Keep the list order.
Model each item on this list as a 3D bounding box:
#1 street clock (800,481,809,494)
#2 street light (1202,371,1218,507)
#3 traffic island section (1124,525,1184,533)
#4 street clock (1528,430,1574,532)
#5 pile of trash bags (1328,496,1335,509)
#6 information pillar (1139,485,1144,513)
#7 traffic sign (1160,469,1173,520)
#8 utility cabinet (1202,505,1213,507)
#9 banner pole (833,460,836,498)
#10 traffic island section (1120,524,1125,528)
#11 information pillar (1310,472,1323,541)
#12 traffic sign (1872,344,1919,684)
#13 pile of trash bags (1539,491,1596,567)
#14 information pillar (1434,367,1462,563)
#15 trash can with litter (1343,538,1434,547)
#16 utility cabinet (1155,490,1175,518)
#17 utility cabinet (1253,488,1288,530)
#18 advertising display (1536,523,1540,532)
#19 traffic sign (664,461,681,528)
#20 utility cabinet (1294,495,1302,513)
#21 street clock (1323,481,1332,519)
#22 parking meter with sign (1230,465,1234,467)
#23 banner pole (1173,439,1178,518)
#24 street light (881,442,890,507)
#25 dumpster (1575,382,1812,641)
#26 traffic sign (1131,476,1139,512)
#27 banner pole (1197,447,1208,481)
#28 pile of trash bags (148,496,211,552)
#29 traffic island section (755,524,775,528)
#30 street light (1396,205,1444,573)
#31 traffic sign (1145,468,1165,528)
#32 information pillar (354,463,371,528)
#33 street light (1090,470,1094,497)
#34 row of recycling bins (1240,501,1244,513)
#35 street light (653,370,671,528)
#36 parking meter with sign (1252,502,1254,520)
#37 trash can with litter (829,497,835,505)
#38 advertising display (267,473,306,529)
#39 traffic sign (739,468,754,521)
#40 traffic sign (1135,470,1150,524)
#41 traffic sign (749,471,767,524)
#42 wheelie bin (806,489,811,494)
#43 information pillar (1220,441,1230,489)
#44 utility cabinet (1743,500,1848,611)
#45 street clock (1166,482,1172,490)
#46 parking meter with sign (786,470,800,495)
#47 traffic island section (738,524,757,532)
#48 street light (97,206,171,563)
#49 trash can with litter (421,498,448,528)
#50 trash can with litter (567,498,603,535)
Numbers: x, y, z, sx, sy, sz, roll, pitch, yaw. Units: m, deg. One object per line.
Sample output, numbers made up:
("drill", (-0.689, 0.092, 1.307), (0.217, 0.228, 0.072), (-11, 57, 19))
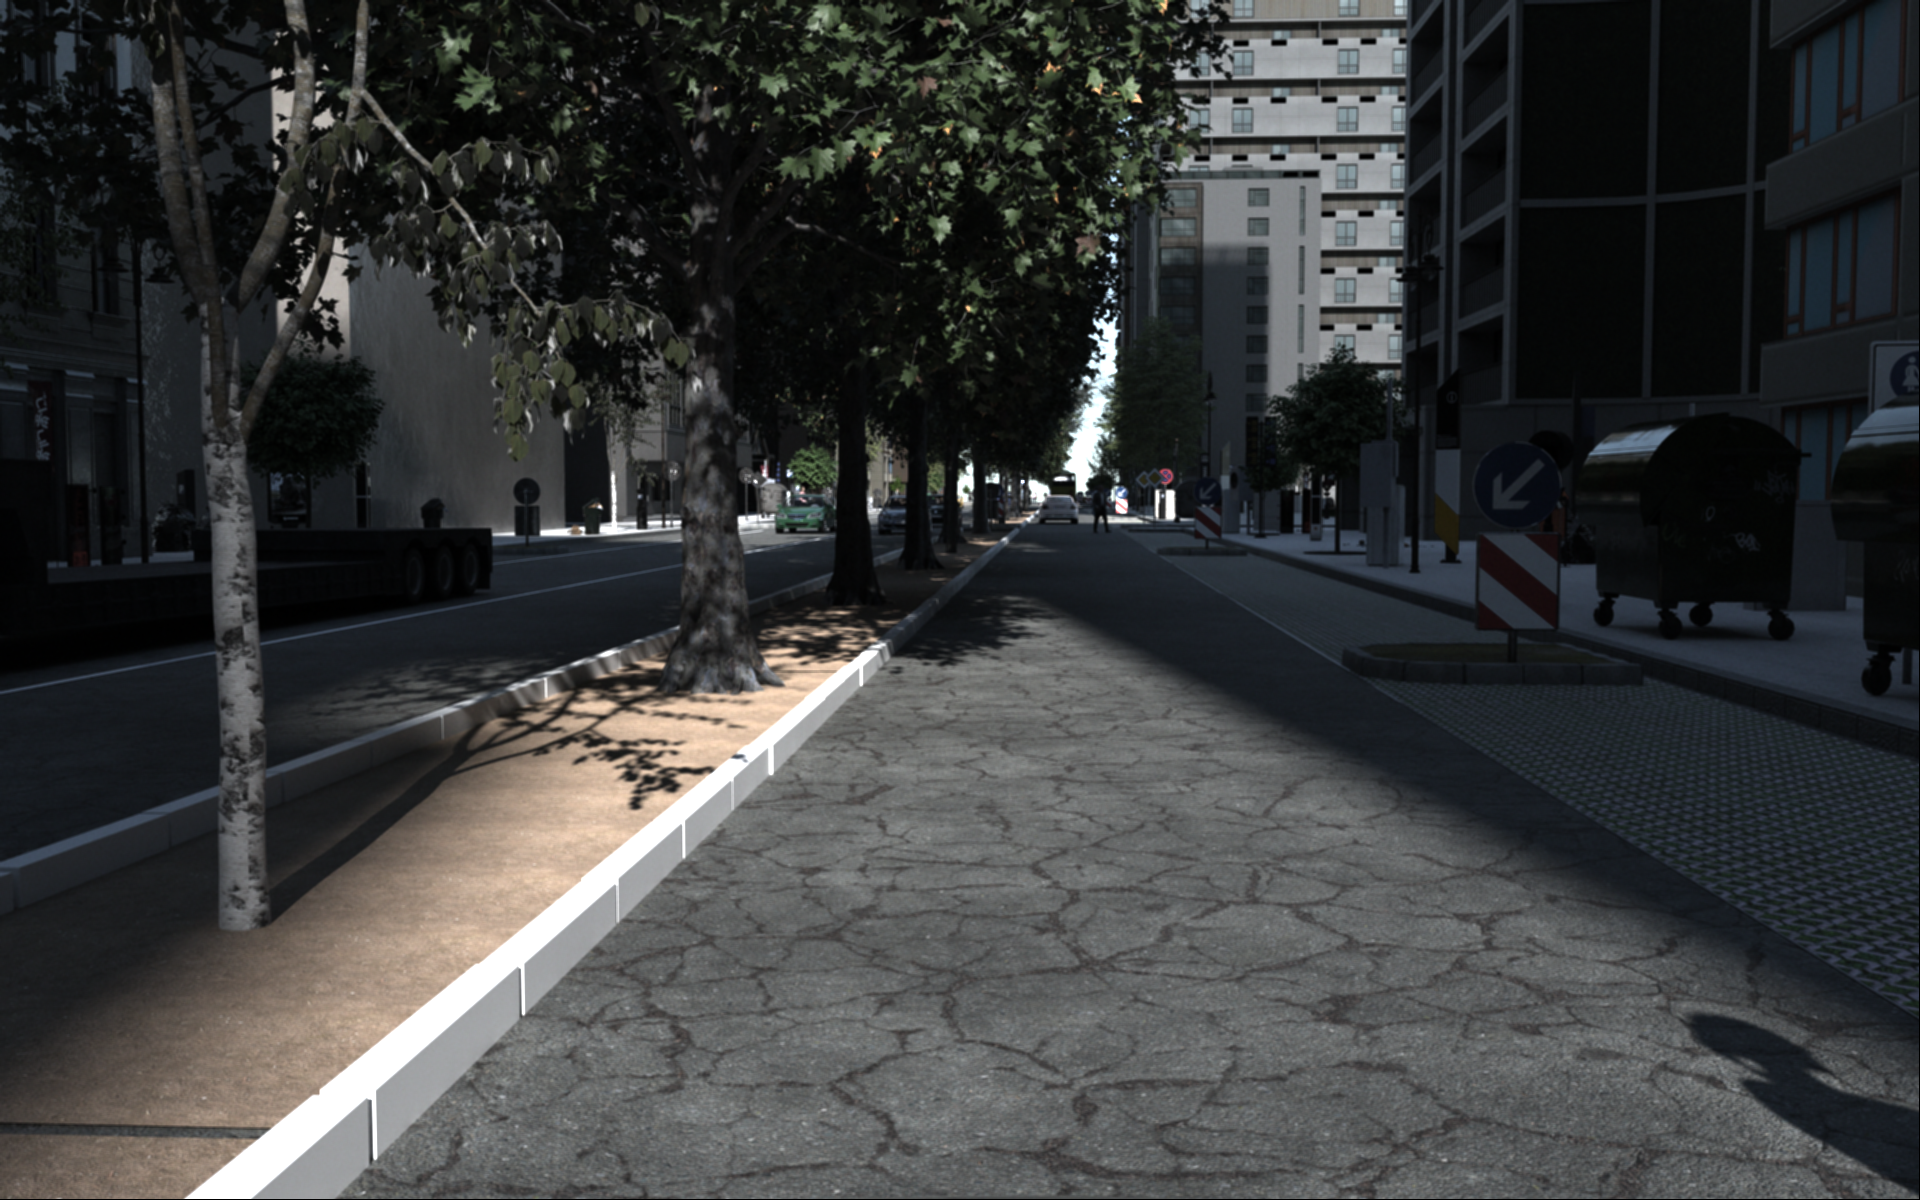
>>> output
("street clock", (-8.865, -5.777, 99.030), (0.471, 2.002, 0.358), (-1, 4, -19))
("street light", (9.332, -5.631, 64.847), (0.468, 5.910, 1.993), (0, 4, 3))
("traffic island section", (7.370, -2.639, 65.436), (2.009, 0.180, 2.903), (0, 4, 3))
("street clock", (6.726, -0.931, 19.799), (0.358, 2.002, 0.471), (-3, 5, -44))
("pile of trash bags", (29.533, -7.533, 132.915), (3.447, 1.369, 1.912), (1, 4, 15))
("information pillar", (12.079, -6.775, 115.260), (0.304, 2.012, 0.304), (-1, 4, -14))
("traffic sign", (10.308, -5.312, 86.949), (0.768, 2.556, 0.104), (1, 4, 10))
("utility cabinet", (11.713, -4.402, 83.133), (1.020, 1.237, 0.306), (-3, 5, -41))
("banner pole", (-8.529, -7.797, 117.500), (0.401, 3.779, 0.863), (1, 4, 15))
("traffic island section", (7.820, -3.127, 73.409), (2.009, 0.180, 2.903), (0, 4, 3))
("information pillar", (9.818, -2.642, 47.693), (0.304, 2.012, 0.304), (1, 4, 17))
("traffic sign", (6.396, -0.581, 11.629), (0.606, 2.300, 0.079), (1, 4, 10))
("pile of trash bags", (11.626, -1.333, 31.554), (3.447, 1.369, 1.912), (-3, 4, -38))
("information pillar", (9.070, -2.495, 32.155), (0.183, 3.616, 0.504), (-3, 5, -42))
("trash can with litter", (10.386, -1.923, 42.492), (1.678, 1.210, 2.233), (-2, 4, -31))
("utility cabinet", (10.827, -5.044, 91.141), (1.173, 1.500, 0.318), (1, 4, 11))
("utility cabinet", (10.937, -3.201, 61.011), (1.173, 1.500, 0.318), (1, 4, 11))
("advertising display", (12.408, -1.921, 36.630), (0.123, 1.923, 0.974), (0, 4, 1))
("traffic sign", (-11.047, -4.048, 66.283), (0.768, 2.556, 0.104), (1, 4, 9))
("utility cabinet", (22.963, -6.537, 118.034), (0.306, 1.237, 1.020), (-1, 4, -17))
("street clock", (18.927, -5.185, 89.344), (0.471, 2.002, 0.358), (-2, 4, -26))
("parking meter with sign", (16.287, -6.687, 105.601), (0.543, 3.016, 1.738), (0, 4, 0))
("banner pole", (9.774, -5.422, 78.670), (0.401, 3.779, 0.863), (0, 4, -6))
("street light", (-6.520, -10.745, 148.468), (0.468, 5.910, 1.993), (0, 4, 3))
("dumpster", (6.709, -0.823, 15.952), (1.502, 2.255, 1.985), (0, 4, 3))
("traffic sign", (12.387, -7.420, 121.416), (0.768, 2.556, 0.104), (1, 4, 9))
("banner pole", (12.983, -6.292, 92.895), (0.863, 3.779, 0.401), (2, 4, 24))
("pile of trash bags", (-18.133, -1.759, 38.517), (1.912, 1.369, 3.447), (2, 4, 34))
("traffic island section", (-8.695, -3.184, 74.342), (2.009, 0.180, 2.903), (0, 4, 3))
("street light", (7.403, -3.378, 28.018), (0.468, 5.910, 1.993), (0, 4, 3))
("traffic sign", (7.346, -3.775, 65.360), (0.795, 2.450, 0.064), (0, 4, 3))
("information pillar", (-14.308, -2.264, 41.508), (0.304, 2.012, 0.304), (0, 4, -6))
("street light", (23.162, -20.460, 307.301), (0.468, 5.910, 1.993), (0, 4, 3))
("row of recycling bins", (17.882, -6.794, 118.201), (1.069, 1.692, 3.534), (-3, 5, -44))
("street light", (-11.111, -5.627, 64.788), (0.468, 5.910, 1.993), (0, 4, 3))
("parking meter with sign", (15.096, -5.589, 87.649), (0.543, 3.016, 1.738), (1, 4, 17))
("trash can with litter", (-8.437, -6.373, 115.581), (1.055, 1.170, 0.624), (3, 5, 43))
("advertising display", (-15.759, -2.169, 40.673), (0.123, 1.923, 0.974), (3, 5, 43))
("traffic sign", (-10.275, -5.088, 83.299), (0.768, 2.556, 0.104), (1, 4, 10))
("traffic sign", (7.796, -4.262, 73.333), (0.795, 2.450, 0.064), (0, 4, 3))
("traffic sign", (-8.671, -4.320, 74.279), (0.795, 2.450, 0.064), (0, 4, 3))
("wheelie bin", (-9.105, -5.750, 101.927), (0.693, 1.594, 0.980), (1, 4, 19))
("information pillar", (11.779, -5.234, 76.923), (0.504, 3.616, 0.183), (-2, 4, -32))
("utility cabinet", (9.226, -0.487, 19.127), (1.020, 1.237, 0.306), (0, 4, -1))
("street clock", (11.499, -5.563, 95.518), (0.358, 2.002, 0.471), (-1, 4, -11))
("parking meter with sign", (-11.646, -7.722, 122.522), (0.543, 3.016, 1.738), (-2, 4, -35))
("traffic island section", (-9.145, -2.697, 66.370), (2.009, 0.180, 2.903), (0, 4, 3))
("street light", (-13.334, -3.388, 28.175), (0.468, 5.910, 1.993), (0, 4, 3))
("trash can with litter", (-14.730, -2.233, 47.896), (0.624, 1.170, 1.055), (2, 4, 28))
("trash can with litter", (-11.819, -2.642, 54.577), (1.055, 1.170, 0.624), (-2, 4, -24))
